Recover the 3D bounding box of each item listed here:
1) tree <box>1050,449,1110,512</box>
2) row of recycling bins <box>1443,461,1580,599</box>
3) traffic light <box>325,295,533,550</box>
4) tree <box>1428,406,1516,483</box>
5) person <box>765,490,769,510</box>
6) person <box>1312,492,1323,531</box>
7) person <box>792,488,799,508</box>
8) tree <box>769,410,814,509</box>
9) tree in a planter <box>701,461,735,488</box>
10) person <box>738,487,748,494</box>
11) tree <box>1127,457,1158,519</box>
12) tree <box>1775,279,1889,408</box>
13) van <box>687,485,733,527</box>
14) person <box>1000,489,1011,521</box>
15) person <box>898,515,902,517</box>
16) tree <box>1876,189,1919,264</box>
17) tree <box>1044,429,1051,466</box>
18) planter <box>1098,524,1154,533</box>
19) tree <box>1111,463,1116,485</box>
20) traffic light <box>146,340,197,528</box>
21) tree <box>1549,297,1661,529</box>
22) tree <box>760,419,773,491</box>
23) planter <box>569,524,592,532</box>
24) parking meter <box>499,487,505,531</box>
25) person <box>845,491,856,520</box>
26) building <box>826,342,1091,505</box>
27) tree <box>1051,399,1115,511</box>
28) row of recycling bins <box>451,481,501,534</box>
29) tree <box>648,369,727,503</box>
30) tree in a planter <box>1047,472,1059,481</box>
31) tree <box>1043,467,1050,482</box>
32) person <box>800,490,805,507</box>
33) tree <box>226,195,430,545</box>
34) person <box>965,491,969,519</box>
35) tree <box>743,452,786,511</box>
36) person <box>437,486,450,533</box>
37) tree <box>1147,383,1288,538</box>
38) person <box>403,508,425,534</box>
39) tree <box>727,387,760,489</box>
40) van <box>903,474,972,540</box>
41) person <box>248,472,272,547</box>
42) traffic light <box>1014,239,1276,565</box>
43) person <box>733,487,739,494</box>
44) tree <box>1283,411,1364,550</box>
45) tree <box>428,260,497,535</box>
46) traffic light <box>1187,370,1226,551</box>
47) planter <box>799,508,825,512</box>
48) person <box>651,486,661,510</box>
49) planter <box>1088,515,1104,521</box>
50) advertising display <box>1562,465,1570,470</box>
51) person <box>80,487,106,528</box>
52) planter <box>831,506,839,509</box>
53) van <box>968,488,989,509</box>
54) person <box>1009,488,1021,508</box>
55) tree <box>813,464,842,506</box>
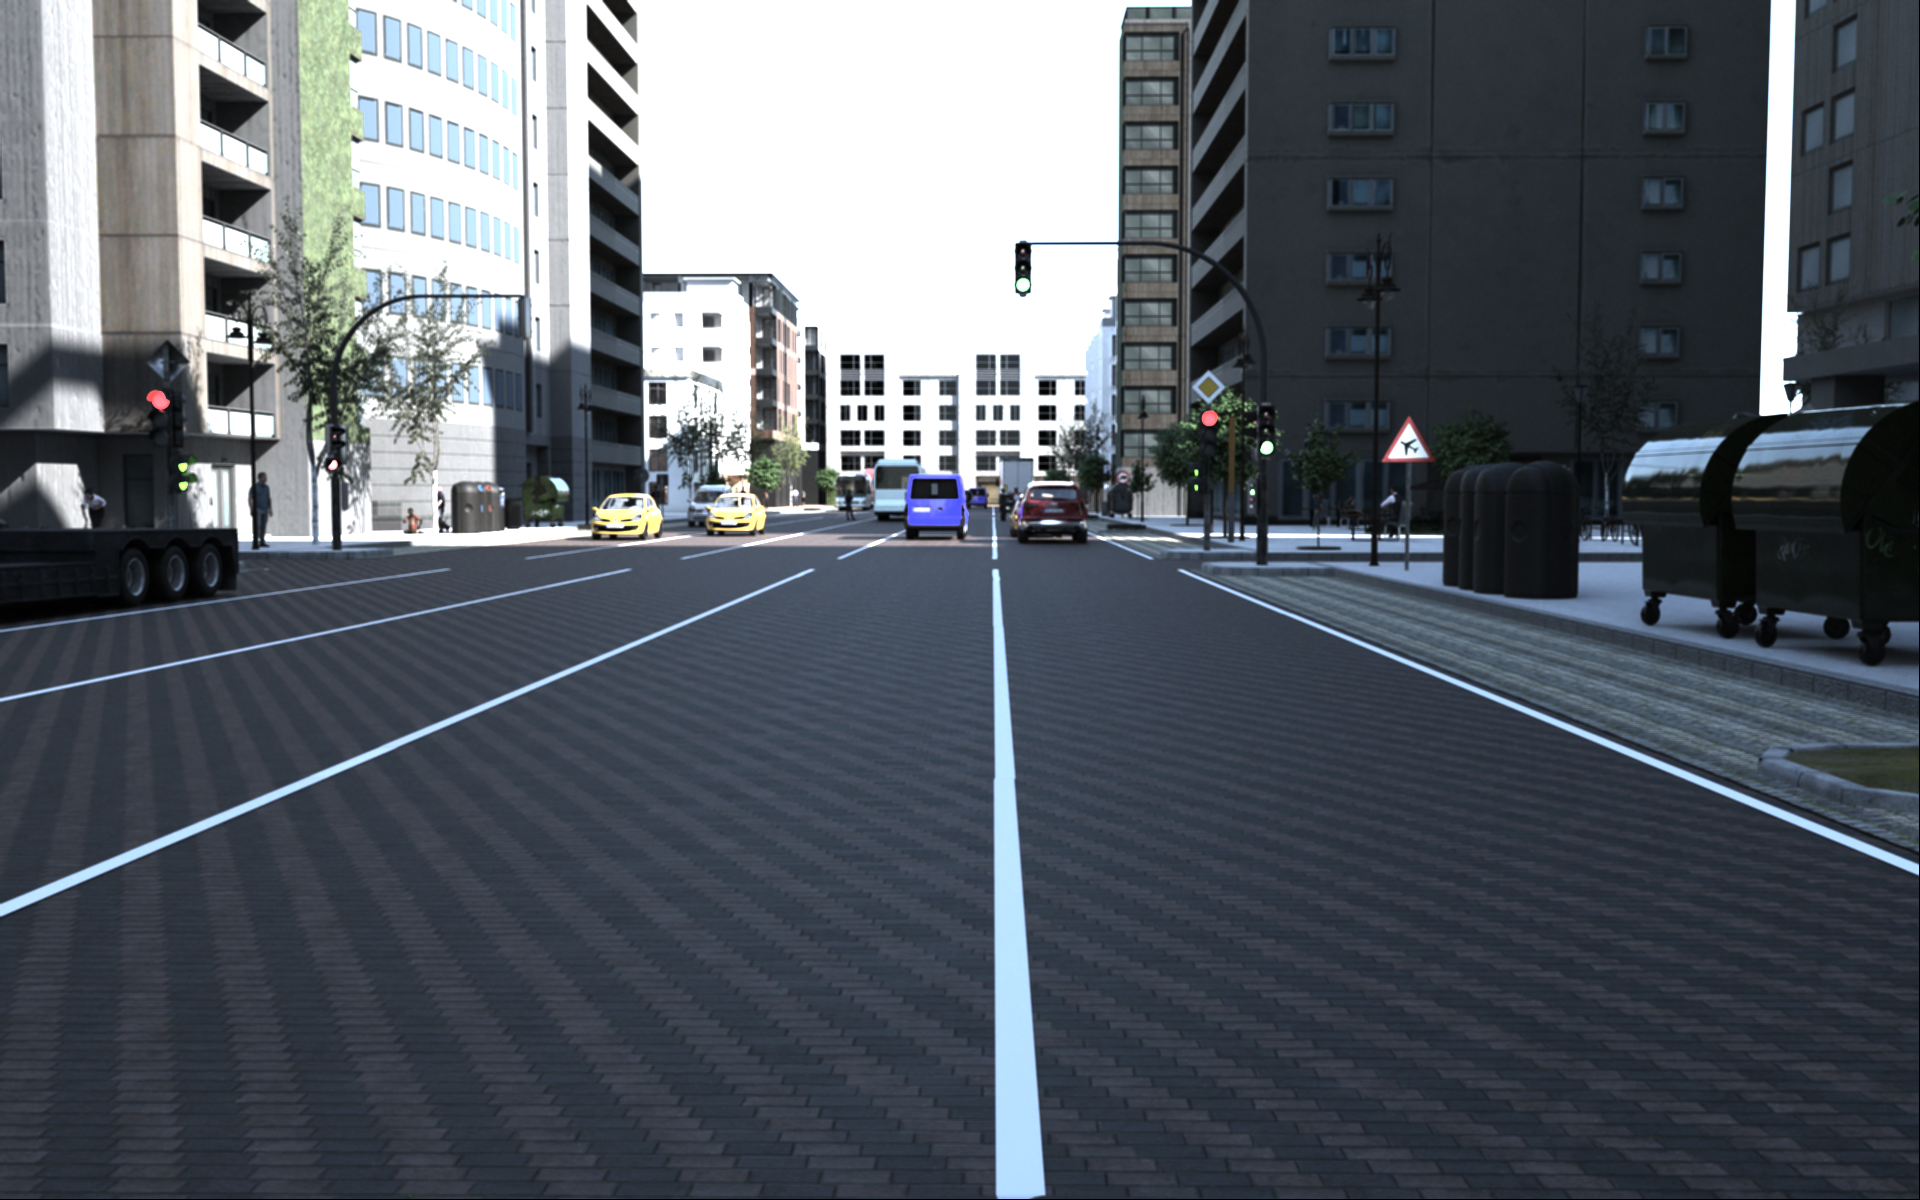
[{"bbox_3d":[9.655,-8.594,124.225,4.285,4.588,4.351,0,3,0],"label":"tree"},{"bbox_3d":[7.176,-0.961,22.823,1.069,1.692,3.534,0,3,0],"label":"row of recycling bins"},{"bbox_3d":[-12.174,-3.970,39.583,4.771,5.953,1.251,0,4,1],"label":"traffic light"},{"bbox_3d":[19.236,-4.976,65.075,4.285,4.588,4.351,0,3,0],"label":"tree"},{"bbox_3d":[-15.616,-8.055,139.210,0.415,1.643,0.593,-3,4,-39],"label":"person"},{"bbox_3d":[12.548,-3.111,60.818,0.435,1.345,0.340,2,4,26],"label":"person"},{"bbox_3d":[-15.368,-9.497,161.195,0.709,1.838,0.599,-1,4,-17],"label":"person"},{"bbox_3d":[-14.908,-12.363,152.502,4.737,8.622,4.395,0,3,0],"label":"tree"},{"bbox_3d":[-12.989,-5.803,92.100,1.991,3.239,1.994,0,4,1],"label":"tree in a planter"},{"bbox_3d":[-15.120,-7.018,120.920,1.348,1.807,0.705,1,4,23],"label":"person"},{"bbox_3d":[8.950,-5.699,87.773,1.663,3.219,1.824,0,3,0],"label":"tree"},{"bbox_3d":[29.969,-6.661,59.271,4.360,8.622,3.978,0,3,0],"label":"tree"},{"bbox_3d":[-11.079,-4.305,77.395,2.013,2.044,4.112,0,4,1],"label":"van"},{"bbox_3d":[2.461,-5.099,92.670,0.742,1.727,0.445,2,4,31],"label":"person"},{"bbox_3d":[-3.787,-5.886,108.641,0.340,1.345,0.435,-1,4,-9],"label":"person"},{"bbox_3d":[7.196,-1.607,9.982,4.285,4.588,4.351,0,3,0],"label":"tree"},{"bbox_3d":[9.622,-12.477,154.356,4.360,8.622,3.978,0,3,0],"label":"tree"},{"bbox_3d":[6.097,-2.621,63.996,1.991,0.319,1.994,0,4,1],"label":"planter"},{"bbox_3d":[9.197,-5.302,70.403,4.285,4.588,4.351,0,3,0],"label":"tree"},{"bbox_3d":[-14.419,-2.611,31.604,0.839,4.253,0.868,0,4,1],"label":"traffic light"},{"bbox_3d":[23.960,-6.950,64.000,4.360,8.622,3.978,0,3,0],"label":"tree"},{"bbox_3d":[-15.277,-10.514,122.261,4.360,8.622,3.978,0,3,0],"label":"tree"},{"bbox_3d":[-13.504,-2.691,65.142,1.991,0.319,1.994,0,4,1],"label":"planter"},{"bbox_3d":[-15.935,-3.149,59.895,0.372,1.533,0.369,0,3,0],"label":"parking meter"},{"bbox_3d":[-6.052,-5.208,95.514,0.647,1.594,0.662,3,5,42],"label":"person"},{"bbox_3d":[0.335,-20.970,209.318,31.486,18.905,16.747,0,4,1],"label":"building"},{"bbox_3d":[9.703,-11.180,133.147,4.360,8.622,3.978,0,3,0],"label":"tree"},{"bbox_3d":[-16.071,-3.076,57.407,1.069,1.692,3.534,0,4,0],"label":"row of recycling bins"},{"bbox_3d":[-16.054,-9.244,101.496,4.360,8.622,3.978,0,3,0],"label":"tree"},{"bbox_3d":[7.556,-8.797,141.049,1.991,3.239,1.994,0,4,1],"label":"tree in a planter"},{"bbox_3d":[10.648,-12.688,191.156,4.285,4.588,4.351,0,3,0],"label":"tree"},{"bbox_3d":[-16.186,-10.470,178.014,0.721,1.735,1.217,-2,4,-23],"label":"person"},{"bbox_3d":[-16.107,-5.711,43.730,4.360,8.622,3.978,0,3,0],"label":"tree"},{"bbox_3d":[0.338,-5.485,100.141,0.435,1.587,0.963,1,4,12],"label":"person"},{"bbox_3d":[-15.281,-9.294,135.669,4.285,4.588,4.351,0,3,0],"label":"tree"},{"bbox_3d":[-17.094,-2.986,57.081,0.471,1.553,0.569,1,4,10],"label":"person"},{"bbox_3d":[7.922,-4.118,51.050,4.285,4.588,4.351,0,3,0],"label":"tree"},{"bbox_3d":[-17.556,-2.511,55.376,0.859,0.850,0.655,1,4,16],"label":"person"},{"bbox_3d":[-15.747,-9.815,110.834,4.360,8.622,3.978,0,3,0],"label":"tree"},{"bbox_3d":[-0.740,-3.170,56.210,2.240,2.365,5.245,0,4,1],"label":"van"},{"bbox_3d":[-16.896,-2.184,41.874,0.434,1.807,0.598,3,5,42],"label":"person"},{"bbox_3d":[3.346,-3.454,31.144,4.771,5.953,1.251,0,4,1],"label":"traffic light"},{"bbox_3d":[-16.863,-7.642,131.077,0.705,1.812,1.348,-3,5,-43],"label":"person"},{"bbox_3d":[8.243,-2.794,40.282,1.663,3.219,1.824,0,3,0],"label":"tree"},{"bbox_3d":[-16.635,-6.328,53.833,4.360,8.622,3.978,0,3,0],"label":"tree"},{"bbox_3d":[5.590,-3.077,39.229,0.839,4.253,0.868,0,4,1],"label":"traffic light"},{"bbox_3d":[-12.054,-7.371,141.648,1.991,0.319,1.994,0,4,1],"label":"planter"},{"bbox_3d":[-15.825,-5.083,89.971,0.431,1.722,0.655,-2,4,-27],"label":"person"},{"bbox_3d":[6.615,-4.333,91.981,1.991,0.319,1.994,0,4,1],"label":"planter"},{"bbox_3d":[13.218,-2.061,38.913,0.123,1.923,0.974,-3,4,-37],"label":"advertising display"},{"bbox_3d":[-20.560,-1.945,41.035,0.628,1.438,0.799,-3,4,-38],"label":"person"},{"bbox_3d":[-11.537,-9.026,168.708,1.991,0.319,1.994,0,4,1],"label":"planter"},{"bbox_3d":[1.734,-10.242,171.839,2.240,2.365,5.245,0,4,1],"label":"van"},{"bbox_3d":[2.617,-4.368,80.736,0.655,1.722,0.431,-1,4,-9],"label":"person"},{"bbox_3d":[-14.465,-12.672,190.899,4.285,4.588,4.351,0,3,0],"label":"tree"}]
